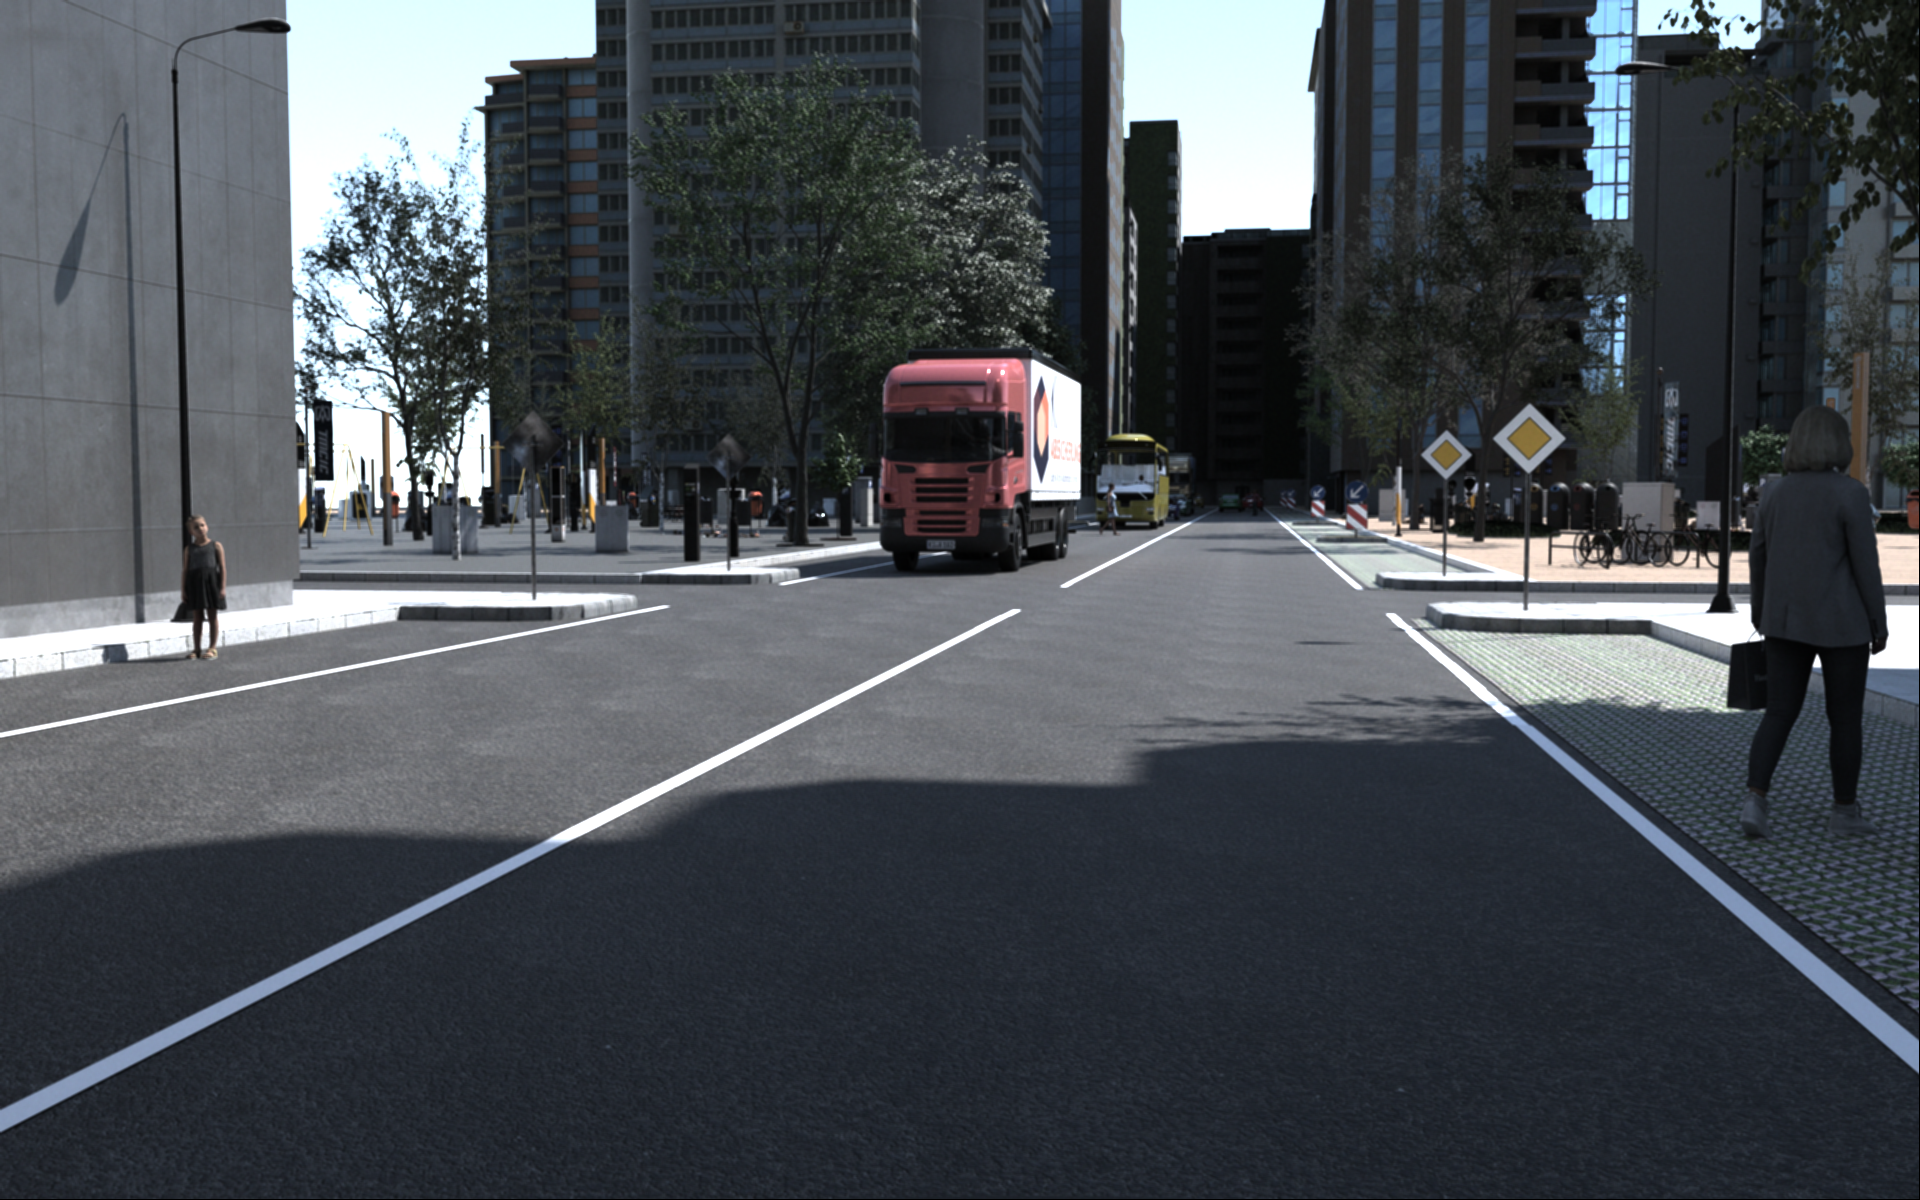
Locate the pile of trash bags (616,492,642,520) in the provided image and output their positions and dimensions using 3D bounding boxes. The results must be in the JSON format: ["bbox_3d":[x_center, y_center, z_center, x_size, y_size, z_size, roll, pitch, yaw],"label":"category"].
[{"bbox_3d":[-16.300,-4.706,86.703,1.912,1.369,3.447,-1,4,-17],"label":"pile of trash bags"}]

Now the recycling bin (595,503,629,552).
[{"bbox_3d":[-7.733,-1.585,38.462,0.722,1.027,0.722,-1,4,-12],"label":"recycling bin"}]

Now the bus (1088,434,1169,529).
[{"bbox_3d":[7.460,-5.059,74.260,2.896,3.916,12.252,1,4,9],"label":"bus"}]

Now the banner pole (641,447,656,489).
[{"bbox_3d":[-16.653,-6.255,92.278,0.401,3.779,0.863,3,5,40],"label":"banner pole"}]

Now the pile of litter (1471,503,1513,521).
[{"bbox_3d":[25.347,-4.148,81.792,1.176,0.858,1.719,-3,5,-45],"label":"pile of litter"}]

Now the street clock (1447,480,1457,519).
[{"bbox_3d":[25.289,-5.174,89.159,0.471,2.002,0.358,-1,4,-17],"label":"street clock"}]

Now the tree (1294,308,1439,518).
[{"bbox_3d":[21.957,-10.264,93.578,9.928,11.665,9.643,0,3,0],"label":"tree"}]

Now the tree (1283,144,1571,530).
[{"bbox_3d":[16.258,-9.224,61.185,12.009,13.543,11.850,0,3,0],"label":"tree"}]

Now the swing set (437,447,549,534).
[{"bbox_3d":[-15.655,-3.662,57.489,3.119,2.851,2.862,1,4,14],"label":"swing set"}]

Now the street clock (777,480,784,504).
[{"bbox_3d":[-9.365,-5.191,89.442,0.471,2.002,0.358,2,4,27],"label":"street clock"}]

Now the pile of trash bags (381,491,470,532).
[{"bbox_3d":[-18.455,-3.051,59.638,1.912,1.369,3.447,2,4,30],"label":"pile of trash bags"}]

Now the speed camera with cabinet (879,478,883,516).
[{"bbox_3d":[-3.696,-6.249,96.499,0.660,3.252,2.038,-3,5,-40],"label":"speed camera with cabinet"}]

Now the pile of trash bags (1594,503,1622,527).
[{"bbox_3d":[25.629,-3.548,67.761,3.447,1.369,1.912,-2,4,-32],"label":"pile of trash bags"}]

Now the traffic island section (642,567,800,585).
[{"bbox_3d":[-3.874,-0.403,28.866,2.009,0.180,2.903,1,4,9],"label":"traffic island section"}]

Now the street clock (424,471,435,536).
[{"bbox_3d":[-16.361,-2.989,53.444,0.358,2.002,0.471,-1,4,-12],"label":"street clock"}]

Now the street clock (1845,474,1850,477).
[{"bbox_3d":[31.566,-3.479,61.459,0.471,2.002,0.358,-2,4,-33],"label":"street clock"}]

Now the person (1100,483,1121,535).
[{"bbox_3d":[5.208,-3.158,60.232,0.778,1.811,0.616,2,4,23],"label":"person"}]

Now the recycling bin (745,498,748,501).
[{"bbox_3d":[-12.819,-5.619,104.429,0.722,1.027,0.722,0,4,3],"label":"recycling bin"}]

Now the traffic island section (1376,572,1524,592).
[{"bbox_3d":[7.561,-0.287,26.972,2.009,0.180,2.903,1,4,9],"label":"traffic island section"}]

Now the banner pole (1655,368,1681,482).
[{"bbox_3d":[13.933,-2.705,34.238,0.401,3.779,0.863,-1,4,-15],"label":"banner pole"}]

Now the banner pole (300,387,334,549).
[{"bbox_3d":[-15.127,-3.104,40.768,0.863,3.779,0.401,0,4,1],"label":"banner pole"}]

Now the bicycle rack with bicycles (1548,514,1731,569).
[{"bbox_3d":[11.827,-1.068,30.844,2.852,0.926,2.925,-1,4,-12],"label":"bicycle rack with bicycles"}]

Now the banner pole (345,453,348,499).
[{"bbox_3d":[-37.640,-7.117,106.381,0.401,3.779,0.863,-1,4,-15],"label":"banner pole"}]

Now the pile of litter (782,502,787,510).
[{"bbox_3d":[-9.580,-4.830,92.941,1.176,0.858,1.719,3,4,38],"label":"pile of litter"}]

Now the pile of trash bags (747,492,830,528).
[{"bbox_3d":[-6.838,-3.523,67.352,1.912,1.369,3.447,3,5,44],"label":"pile of trash bags"}]

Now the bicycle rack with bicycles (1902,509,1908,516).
[{"bbox_3d":[42.790,-3.817,75.795,2.925,0.926,2.852,-2,4,-35],"label":"bicycle rack with bicycles"}]

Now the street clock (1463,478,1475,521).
[{"bbox_3d":[22.309,-4.362,75.888,0.471,2.002,0.358,0,4,3],"label":"street clock"}]

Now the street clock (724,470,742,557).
[{"bbox_3d":[-4.613,-1.876,35.238,0.358,2.002,0.471,0,4,6],"label":"street clock"}]

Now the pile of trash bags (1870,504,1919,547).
[{"bbox_3d":[22.320,-2.028,42.908,1.912,1.369,3.447,-3,4,-36],"label":"pile of trash bags"}]

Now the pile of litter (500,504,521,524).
[{"bbox_3d":[-19.997,-3.764,75.512,1.719,0.858,1.176,-1,4,-15],"label":"pile of litter"}]

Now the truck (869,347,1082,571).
[{"bbox_3d":[0.601,-2.855,35.597,2.839,4.237,11.283,1,4,11],"label":"truck"}]

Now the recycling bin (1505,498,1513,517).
[{"bbox_3d":[31.625,-5.280,98.883,0.722,1.027,0.722,-3,4,-39],"label":"recycling bin"}]

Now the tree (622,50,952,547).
[{"bbox_3d":[-4.003,-7.115,42.079,9.928,11.665,9.643,0,3,0],"label":"tree"}]

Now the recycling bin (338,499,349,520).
[{"bbox_3d":[-30.829,-4.562,87.146,0.722,1.027,0.722,-3,4,-36],"label":"recycling bin"}]

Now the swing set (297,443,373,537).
[{"bbox_3d":[-20.141,-3.426,53.634,3.119,2.851,2.862,1,4,11],"label":"swing set"}]

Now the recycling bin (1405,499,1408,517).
[{"bbox_3d":[24.346,-5.098,95.906,0.722,1.027,0.722,-1,4,-9],"label":"recycling bin"}]

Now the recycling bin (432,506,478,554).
[{"bbox_3d":[-10.975,-1.535,37.646,0.722,1.027,0.722,3,5,39],"label":"recycling bin"}]

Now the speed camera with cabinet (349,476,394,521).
[{"bbox_3d":[-28.065,-5.398,82.589,2.038,3.252,0.660,-1,4,-22],"label":"speed camera with cabinet"}]

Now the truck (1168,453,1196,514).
[{"bbox_3d":[15.137,-8.109,121.501,2.839,4.237,11.283,1,4,10],"label":"truck"}]

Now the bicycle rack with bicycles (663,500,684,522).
[{"bbox_3d":[-12.892,-4.126,80.838,2.925,0.926,2.852,-3,5,-40],"label":"bicycle rack with bicycles"}]

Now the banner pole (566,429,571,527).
[{"bbox_3d":[-15.122,-4.706,66.959,0.401,3.779,0.863,0,4,-4],"label":"banner pole"}]

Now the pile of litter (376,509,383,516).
[{"bbox_3d":[-33.526,-5.308,100.754,1.176,0.858,1.719,-3,5,-44],"label":"pile of litter"}]

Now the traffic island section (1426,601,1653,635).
[{"bbox_3d":[6.254,0.195,19.094,2.009,0.180,2.903,1,4,9],"label":"traffic island section"}]

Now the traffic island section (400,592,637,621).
[{"bbox_3d":[-5.181,0.079,20.988,2.009,0.180,2.903,1,4,9],"label":"traffic island section"}]

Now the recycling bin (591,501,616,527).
[{"bbox_3d":[-13.768,-3.328,66.969,0.722,1.027,0.722,2,4,25],"label":"recycling bin"}]

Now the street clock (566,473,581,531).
[{"bbox_3d":[-13.358,-3.387,59.948,0.471,2.002,0.358,2,4,29],"label":"street clock"}]

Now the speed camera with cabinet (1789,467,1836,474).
[{"bbox_3d":[34.019,-4.568,69.019,0.660,3.252,2.038,-2,4,-24],"label":"speed camera with cabinet"}]

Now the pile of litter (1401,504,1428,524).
[{"bbox_3d":[19.591,-3.714,74.684,1.176,0.858,1.719,1,4,19],"label":"pile of litter"}]

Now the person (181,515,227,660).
[{"bbox_3d":[-6.572,-0.115,15.055,0.362,1.253,0.373,0,4,-4],"label":"person"}]

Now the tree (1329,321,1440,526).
[{"bbox_3d":[17.507,-7.349,70.521,4.737,8.622,4.395,0,3,0],"label":"tree"}]

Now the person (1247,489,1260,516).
[{"bbox_3d":[19.480,-6.451,114.701,0.721,1.743,1.217,-2,4,-31],"label":"person"}]

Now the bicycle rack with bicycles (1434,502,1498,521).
[{"bbox_3d":[21.864,-3.735,74.450,2.852,0.926,2.925,0,4,2],"label":"bicycle rack with bicycles"}]

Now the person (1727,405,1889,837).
[{"bbox_3d":[3.504,0.086,7.272,0.728,1.800,0.709,-2,4,-30],"label":"person"}]

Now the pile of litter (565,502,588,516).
[{"bbox_3d":[-22.753,-5.393,102.134,1.719,0.858,1.176,0,4,-5],"label":"pile of litter"}]

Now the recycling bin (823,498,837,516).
[{"bbox_3d":[-7.699,-5.525,102.882,0.722,1.027,0.722,1,4,11],"label":"recycling bin"}]

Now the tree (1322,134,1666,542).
[{"bbox_3d":[13.889,-6.826,46.014,8.767,10.594,7.601,1,4,11],"label":"tree"}]

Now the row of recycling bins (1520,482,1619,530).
[{"bbox_3d":[21.896,-3.373,62.259,3.534,1.692,1.069,3,5,39],"label":"row of recycling bins"}]

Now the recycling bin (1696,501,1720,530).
[{"bbox_3d":[26.151,-2.937,60.572,0.722,1.027,0.722,1,4,20],"label":"recycling bin"}]

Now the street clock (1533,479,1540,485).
[{"bbox_3d":[26.985,-4.681,81.106,0.358,2.002,0.471,2,4,30],"label":"street clock"}]

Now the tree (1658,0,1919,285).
[{"bbox_3d":[7.153,-3.774,12.063,4.737,8.622,4.395,0,3,0],"label":"tree"}]
